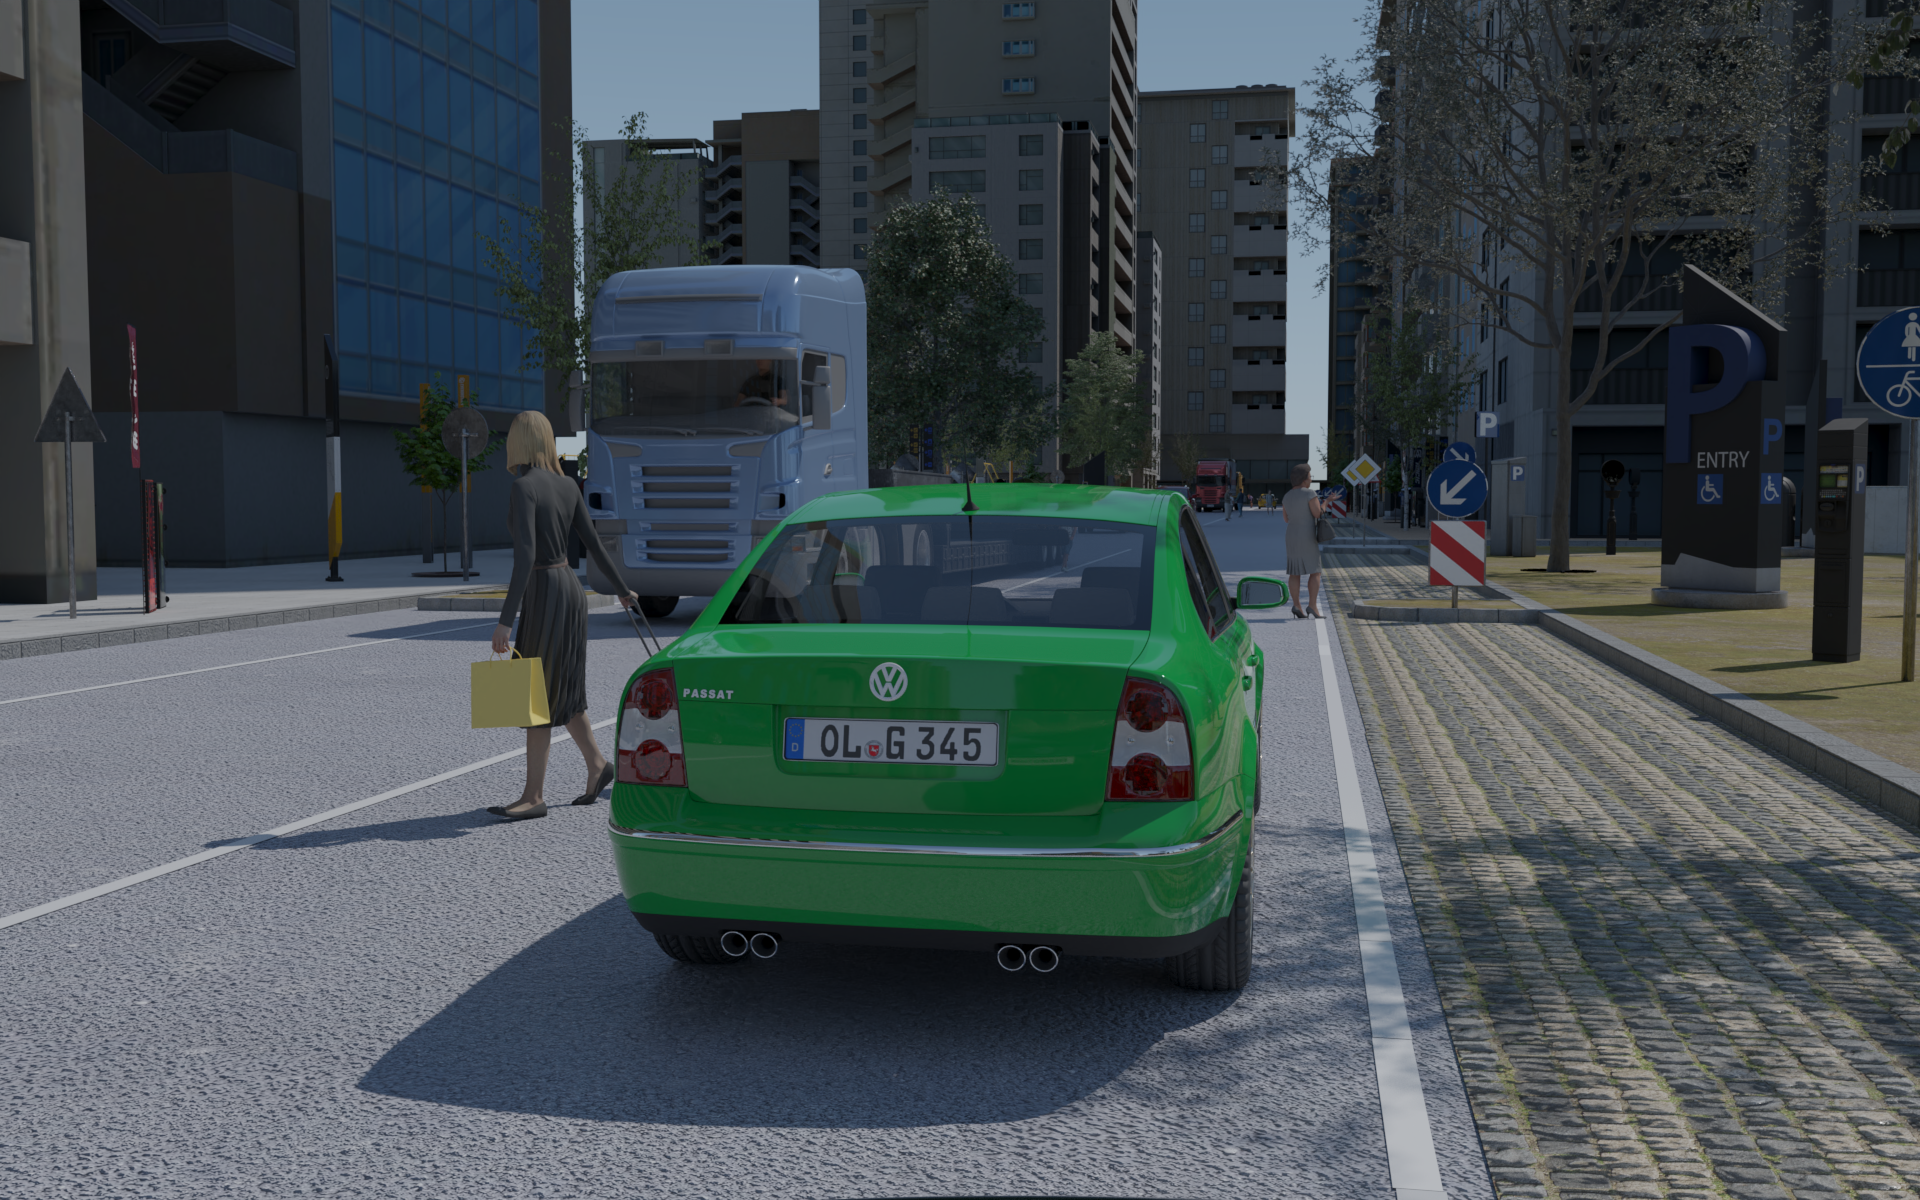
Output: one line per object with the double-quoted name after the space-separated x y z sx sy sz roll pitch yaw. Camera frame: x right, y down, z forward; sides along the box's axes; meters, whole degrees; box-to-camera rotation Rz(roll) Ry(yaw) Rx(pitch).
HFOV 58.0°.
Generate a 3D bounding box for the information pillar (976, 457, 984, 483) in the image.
0.972 -5.744 85.268 0.183 3.616 0.504 3 5 43 "information pillar"

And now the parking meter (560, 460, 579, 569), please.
-6.717 -1.470 29.739 0.255 1.863 0.399 -2 4 -29 "parking meter"

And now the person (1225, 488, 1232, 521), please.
14.172 -5.045 91.528 0.362 1.759 0.519 1 4 20 "person"

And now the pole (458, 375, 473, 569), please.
-8.505 -2.197 29.760 0.158 3.312 0.155 0 3 0 "pole"

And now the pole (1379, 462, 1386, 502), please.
24.140 -6.403 98.539 0.158 3.312 0.155 0 3 0 "pole"

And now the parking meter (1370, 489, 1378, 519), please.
21.164 -4.905 88.604 0.372 1.533 0.369 0 3 0 "parking meter"

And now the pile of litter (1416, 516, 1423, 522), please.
21.430 -4.005 79.452 1.176 0.858 1.719 3 5 40 "pile of litter"

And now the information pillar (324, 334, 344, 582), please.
-9.155 -2.076 25.297 0.183 3.616 0.504 -2 4 -33 "information pillar"

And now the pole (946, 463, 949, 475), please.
-0.807 -7.413 115.044 0.158 3.312 0.155 0 3 0 "pole"

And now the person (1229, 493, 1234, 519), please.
15.549 -5.436 99.969 0.503 1.515 0.523 0 4 2 "person"

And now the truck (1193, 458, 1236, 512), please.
20.457 -9.148 138.475 2.839 4.237 11.283 1 4 13 "truck"

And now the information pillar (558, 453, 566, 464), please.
-22.512 -6.520 97.963 0.504 3.616 0.183 1 4 8 "information pillar"

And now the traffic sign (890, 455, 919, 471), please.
-1.455 -2.498 44.487 0.795 2.450 0.064 1 4 11 "traffic sign"

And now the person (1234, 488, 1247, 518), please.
17.102 -5.913 105.533 0.721 1.781 0.623 3 5 45 "person"

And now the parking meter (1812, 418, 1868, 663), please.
6.738 -0.462 13.266 0.255 1.863 0.399 3 5 45 "parking meter"

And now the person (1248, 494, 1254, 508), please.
29.955 -10.204 178.564 0.697 1.427 0.421 -2 4 -31 "person"

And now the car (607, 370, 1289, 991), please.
0.236 0.141 6.489 1.959 1.807 4.718 1 4 11 "car"

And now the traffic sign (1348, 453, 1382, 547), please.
9.873 -2.362 42.268 0.795 2.450 0.064 1 4 11 "traffic sign"

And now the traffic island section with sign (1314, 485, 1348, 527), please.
16.265 -4.055 74.920 1.989 1.847 2.006 1 4 11 "traffic island section with sign"

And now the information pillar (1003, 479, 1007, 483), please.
2.115 -4.952 85.458 0.304 2.012 0.304 2 4 31 "information pillar"

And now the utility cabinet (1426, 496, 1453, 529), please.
17.695 -3.219 63.788 1.020 1.237 0.306 0 4 -2 "utility cabinet"

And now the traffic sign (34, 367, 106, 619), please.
-9.129 -1.086 17.753 0.884 2.594 0.081 1 4 16 "traffic sign"

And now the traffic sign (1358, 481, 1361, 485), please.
23.581 -6.176 100.983 0.884 2.594 0.081 1 4 15 "traffic sign"

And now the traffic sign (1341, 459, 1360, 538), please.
11.400 -2.842 50.106 0.795 2.450 0.064 1 4 11 "traffic sign"

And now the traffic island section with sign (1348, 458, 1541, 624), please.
5.594 -0.704 20.133 1.989 1.847 2.006 1 4 11 "traffic island section with sign"

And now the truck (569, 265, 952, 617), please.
-0.979 -2.254 26.613 2.967 4.110 18.799 1 4 13 "truck"

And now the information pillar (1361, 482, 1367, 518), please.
21.832 -5.448 93.574 0.304 2.012 0.304 1 4 9 "information pillar"

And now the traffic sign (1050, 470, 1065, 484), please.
5.130 -5.583 91.392 0.768 2.556 0.104 1 4 15 "traffic sign"

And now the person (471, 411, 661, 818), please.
-1.567 0.045 7.986 1.509 1.804 0.699 -3 4 -38 "person"

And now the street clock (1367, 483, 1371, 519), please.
20.773 -5.092 87.829 0.358 2.002 0.471 1 4 11 "street clock"

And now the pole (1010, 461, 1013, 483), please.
3.173 -6.950 107.471 0.158 3.312 0.155 0 3 0 "pole"

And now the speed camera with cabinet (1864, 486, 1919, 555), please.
19.427 -2.612 37.038 0.660 3.252 2.038 -3 4 -38 "speed camera with cabinet"

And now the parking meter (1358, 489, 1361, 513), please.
27.214 -6.850 117.713 0.255 1.863 0.399 1 4 15 "parking meter"

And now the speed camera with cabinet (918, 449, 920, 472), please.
-1.757 -5.065 77.152 0.660 3.252 2.038 1 4 18 "speed camera with cabinet"

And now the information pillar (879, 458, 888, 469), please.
-3.230 -4.986 72.874 0.183 3.616 0.504 -3 5 -44 "information pillar"

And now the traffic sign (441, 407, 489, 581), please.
-7.264 -1.547 25.394 0.768 2.556 0.104 1 4 15 "traffic sign"

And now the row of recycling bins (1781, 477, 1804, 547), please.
18.340 -2.012 40.016 3.534 1.692 1.069 2 4 27 "row of recycling bins"

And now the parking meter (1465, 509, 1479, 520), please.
15.976 -2.960 54.101 0.399 1.863 0.255 3 4 37 "parking meter"

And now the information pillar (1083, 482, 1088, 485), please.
7.497 -6.075 103.825 0.304 2.012 0.304 0 4 5 "information pillar"

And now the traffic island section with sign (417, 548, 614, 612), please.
-5.521 -0.820 22.040 1.989 1.847 2.006 1 4 11 "traffic island section with sign"

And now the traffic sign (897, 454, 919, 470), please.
-1.680 -3.360 55.050 0.768 2.556 0.104 1 4 11 "traffic sign"

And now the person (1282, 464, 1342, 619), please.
4.061 -0.675 19.887 0.532 1.782 0.716 -3 4 -36 "person"

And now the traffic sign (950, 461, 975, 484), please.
0.072 -2.978 52.325 0.795 2.450 0.064 1 4 11 "traffic sign"

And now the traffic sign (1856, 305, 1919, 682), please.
6.497 -0.715 11.795 0.768 2.556 0.104 1 4 19 "traffic sign"

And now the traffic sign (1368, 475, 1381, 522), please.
19.154 -4.927 80.565 0.884 2.594 0.081 1 4 17 "traffic sign"

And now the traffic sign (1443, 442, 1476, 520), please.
12.132 -2.569 42.108 0.768 2.556 0.104 1 4 13 "traffic sign"

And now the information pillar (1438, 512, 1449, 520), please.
14.240 -2.844 50.990 0.304 2.012 0.304 1 4 20 "information pillar"

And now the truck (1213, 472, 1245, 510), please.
23.780 -9.696 154.450 3.469 3.379 9.791 1 4 11 "truck"

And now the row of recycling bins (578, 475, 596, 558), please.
-7.624 -1.707 35.024 3.534 1.692 1.069 2 4 32 "row of recycling bins"

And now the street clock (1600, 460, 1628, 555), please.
13.721 -1.950 36.451 0.471 2.002 0.358 1 4 16 "street clock"

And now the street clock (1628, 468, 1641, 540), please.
18.713 -2.662 48.098 0.358 2.002 0.471 1 4 9 "street clock"

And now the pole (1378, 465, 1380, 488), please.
29.122 -7.735 120.312 0.158 3.312 0.155 0 3 0 "pole"

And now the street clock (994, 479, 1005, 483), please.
1.864 -4.725 81.824 0.471 2.002 0.358 -2 4 -25 "street clock"

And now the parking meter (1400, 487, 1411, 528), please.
16.690 -3.451 64.841 0.372 1.533 0.369 0 3 0 "parking meter"

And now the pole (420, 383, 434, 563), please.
-9.869 -2.336 32.044 0.158 3.312 0.155 0 3 0 "pole"

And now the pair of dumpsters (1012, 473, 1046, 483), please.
3.157 -4.687 79.134 1.574 2.255 4.437 1 4 11 "pair of dumpsters"

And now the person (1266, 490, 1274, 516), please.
19.991 -6.260 111.858 0.512 1.701 0.522 -1 4 -18 "person"

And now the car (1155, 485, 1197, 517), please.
9.415 -4.176 76.948 2.281 1.827 5.304 1 4 11 "car"

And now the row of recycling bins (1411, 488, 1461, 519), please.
24.021 -5.026 89.287 3.534 1.692 1.069 0 4 6 "row of recycling bins"
